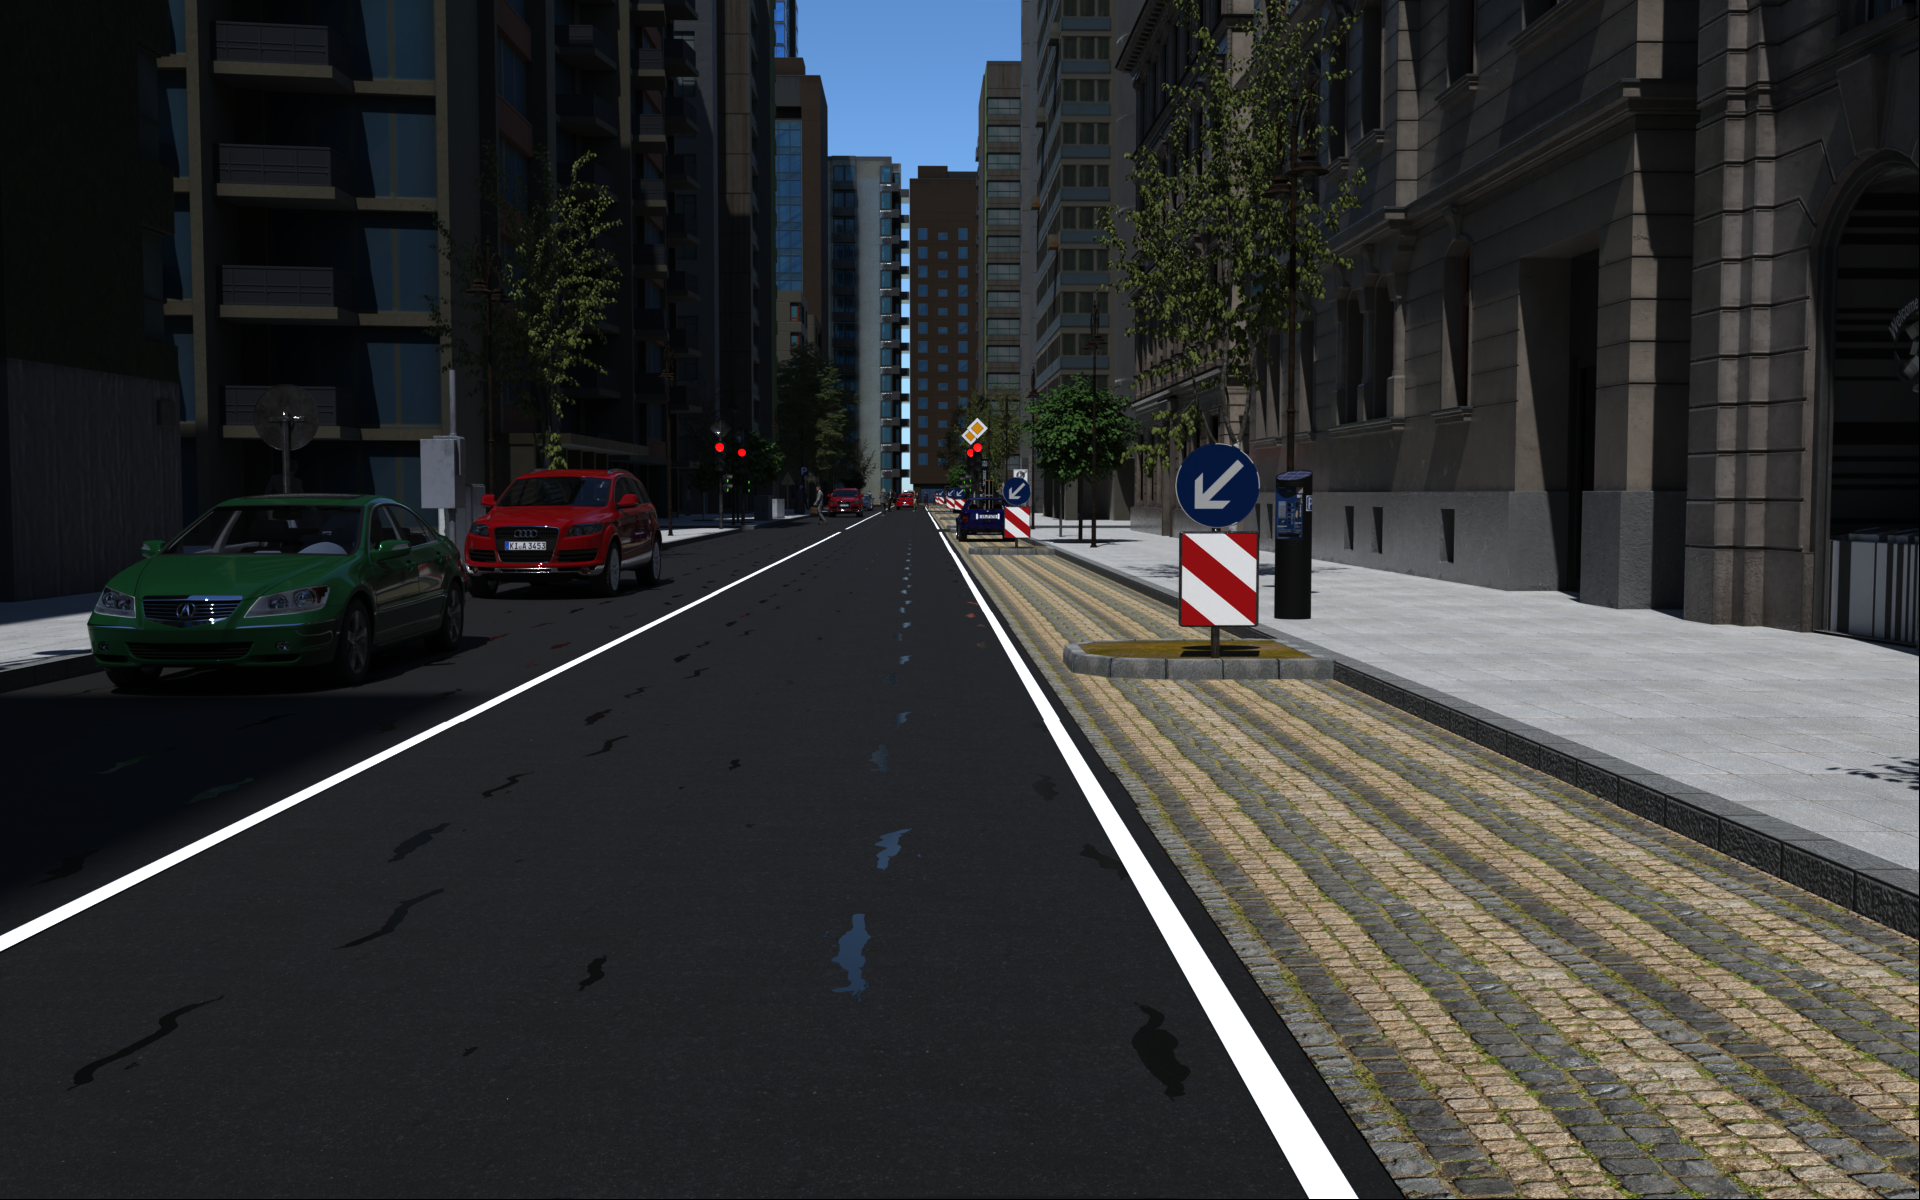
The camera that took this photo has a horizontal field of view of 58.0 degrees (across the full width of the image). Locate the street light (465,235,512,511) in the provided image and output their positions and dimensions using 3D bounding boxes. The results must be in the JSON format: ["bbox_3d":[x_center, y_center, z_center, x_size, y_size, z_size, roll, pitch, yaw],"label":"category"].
[{"bbox_3d":[-8.435,-3.569,31.136,0.468,5.910,1.993,0,4,-1],"label":"street light"}]

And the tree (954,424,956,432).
[{"bbox_3d":[1.547,-10.351,119.595,4.737,8.622,4.395,0,3,0],"label":"tree"}]

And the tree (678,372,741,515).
[{"bbox_3d":[-15.431,-9.494,105.581,4.360,8.622,3.978,0,3,0],"label":"tree"}]

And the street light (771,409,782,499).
[{"bbox_3d":[-9.856,-7.349,92.942,0.468,5.910,1.993,0,4,-1],"label":"street light"}]

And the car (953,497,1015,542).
[{"bbox_3d":[0.766,-2.468,52.928,1.945,1.354,3.894,0,4,-2],"label":"car"}]

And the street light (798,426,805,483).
[{"bbox_3d":[-10.465,-8.697,114.976,0.468,5.910,1.993,0,4,-1],"label":"street light"}]

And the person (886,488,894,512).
[{"bbox_3d":[-5.626,-8.092,140.170,0.648,1.900,0.474,-3,5,-43],"label":"person"}]

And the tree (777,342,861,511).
[{"bbox_3d":[-11.941,-12.893,128.928,7.486,12.596,7.792,0,3,0],"label":"tree"}]

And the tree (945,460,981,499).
[{"bbox_3d":[0.215,-11.102,165.228,4.285,4.588,4.351,0,3,0],"label":"tree"}]

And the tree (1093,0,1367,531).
[{"bbox_3d":[3.948,-4.572,25.119,4.737,8.622,4.395,0,3,0],"label":"tree"}]

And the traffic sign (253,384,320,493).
[{"bbox_3d":[-7.817,-1.224,20.111,0.768,2.556,0.104,0,4,1],"label":"traffic sign"}]

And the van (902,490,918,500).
[{"bbox_3d":[-5.420,-10.793,183.484,2.013,2.044,4.112,0,4,-2],"label":"van"}]

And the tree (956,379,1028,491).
[{"bbox_3d":[2.630,-9.817,110.872,4.737,8.622,4.395,0,3,0],"label":"tree"}]

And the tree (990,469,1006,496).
[{"bbox_3d":[2.737,-8.022,125.764,1.663,3.219,1.824,0,3,0],"label":"tree"}]

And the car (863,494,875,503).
[{"bbox_3d":[-9.287,-9.502,167.157,2.131,1.459,4.920,0,4,-2],"label":"car"}]

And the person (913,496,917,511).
[{"bbox_3d":[-3.710,-7.973,143.112,0.306,1.304,0.590,3,4,39],"label":"person"}]

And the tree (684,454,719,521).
[{"bbox_3d":[-12.161,-5.391,82.748,1.663,3.219,1.824,0,3,0],"label":"tree"}]

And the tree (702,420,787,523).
[{"bbox_3d":[-9.894,-5.742,77.596,4.285,4.588,4.351,0,3,0],"label":"tree"}]

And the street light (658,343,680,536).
[{"bbox_3d":[-8.922,-4.919,53.211,0.468,5.910,1.993,0,4,-1],"label":"street light"}]

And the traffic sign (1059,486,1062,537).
[{"bbox_3d":[3.009,-3.154,51.672,0.768,2.556,0.104,0,4,0],"label":"traffic sign"}]

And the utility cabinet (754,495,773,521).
[{"bbox_3d":[-9.475,-4.415,83.339,1.020,1.237,0.306,3,5,41],"label":"utility cabinet"}]

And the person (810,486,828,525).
[{"bbox_3d":[-6.597,-4.440,81.221,0.853,1.813,0.709,0,4,2],"label":"person"}]

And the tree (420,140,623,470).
[{"bbox_3d":[-8.710,-5.210,35.550,4.737,8.622,4.395,0,3,0],"label":"tree"}]

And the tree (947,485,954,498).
[{"bbox_3d":[-0.807,-12.854,204.771,1.663,3.219,1.824,0,3,0],"label":"tree"}]

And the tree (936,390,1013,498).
[{"bbox_3d":[1.324,-13.483,154.856,7.601,10.594,8.767,0,4,3],"label":"tree"}]

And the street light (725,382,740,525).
[{"bbox_3d":[-9.389,-6.045,71.625,0.468,5.910,1.993,0,4,-1],"label":"street light"}]

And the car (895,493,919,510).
[{"bbox_3d":[-4.850,-9.084,157.556,2.155,1.783,4.494,0,4,0],"label":"car"}]

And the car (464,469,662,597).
[{"bbox_3d":[-5.782,-1.044,25.739,2.281,1.827,5.304,0,4,1],"label":"car"}]

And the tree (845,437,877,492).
[{"bbox_3d":[-12.928,-16.678,223.051,4.360,8.622,3.978,0,3,0],"label":"tree"}]

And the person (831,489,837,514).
[{"bbox_3d":[-9.059,-7.163,125.631,0.660,1.820,0.620,-2,4,-32],"label":"person"}]

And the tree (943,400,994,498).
[{"bbox_3d":[0.925,-11.284,134.854,4.360,8.622,3.978,0,3,0],"label":"tree"}]

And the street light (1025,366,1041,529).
[{"bbox_3d":[2.650,-5.504,62.779,0.468,5.910,1.993,0,4,-1],"label":"street light"}]

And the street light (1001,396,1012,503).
[{"bbox_3d":[2.196,-6.645,81.427,0.468,5.910,1.993,0,4,-1],"label":"street light"}]

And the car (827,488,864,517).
[{"bbox_3d":[-7.110,-6.075,108.002,2.281,1.827,5.304,0,4,-1],"label":"car"}]

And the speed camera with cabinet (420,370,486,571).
[{"bbox_3d":[-8.298,-2.082,28.369,0.660,3.252,2.038,0,4,-2],"label":"speed camera with cabinet"}]

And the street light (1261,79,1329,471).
[{"bbox_3d":[3.808,-2.880,19.877,0.468,5.910,1.993,0,4,-1],"label":"street light"}]

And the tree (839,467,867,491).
[{"bbox_3d":[-13.053,-13.946,211.736,4.285,4.588,4.351,0,3,0],"label":"tree"}]

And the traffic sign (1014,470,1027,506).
[{"bbox_3d":[2.518,-4.271,71.952,0.606,2.300,0.079,0,4,6],"label":"traffic sign"}]

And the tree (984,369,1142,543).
[{"bbox_3d":[3.095,-3.783,45.563,4.285,4.588,4.351,0,3,0],"label":"tree"}]

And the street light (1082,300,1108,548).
[{"bbox_3d":[3.215,-4.200,41.464,0.468,5.910,1.993,0,4,-1],"label":"street light"}]

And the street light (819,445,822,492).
[{"bbox_3d":[-10.945,-10.004,136.359,0.468,5.910,1.993,0,4,-1],"label":"street light"}]

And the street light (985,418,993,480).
[{"bbox_3d":[1.723,-7.948,102.744,0.468,5.910,1.993,0,4,-1],"label":"street light"}]

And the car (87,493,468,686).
[{"bbox_3d":[-5.481,-0.164,14.472,2.131,1.459,4.920,0,4,-2],"label":"car"}]

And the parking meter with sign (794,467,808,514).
[{"bbox_3d":[-10.243,-7.017,110.983,0.543,3.016,1.738,-1,4,-22],"label":"parking meter with sign"}]

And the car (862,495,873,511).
[{"bbox_3d":[-8.635,-8.500,151.344,2.083,1.381,4.827,0,4,0],"label":"car"}]

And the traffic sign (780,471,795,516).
[{"bbox_3d":[-9.884,-6.076,99.354,0.884,2.594,0.081,0,4,8],"label":"traffic sign"}]
